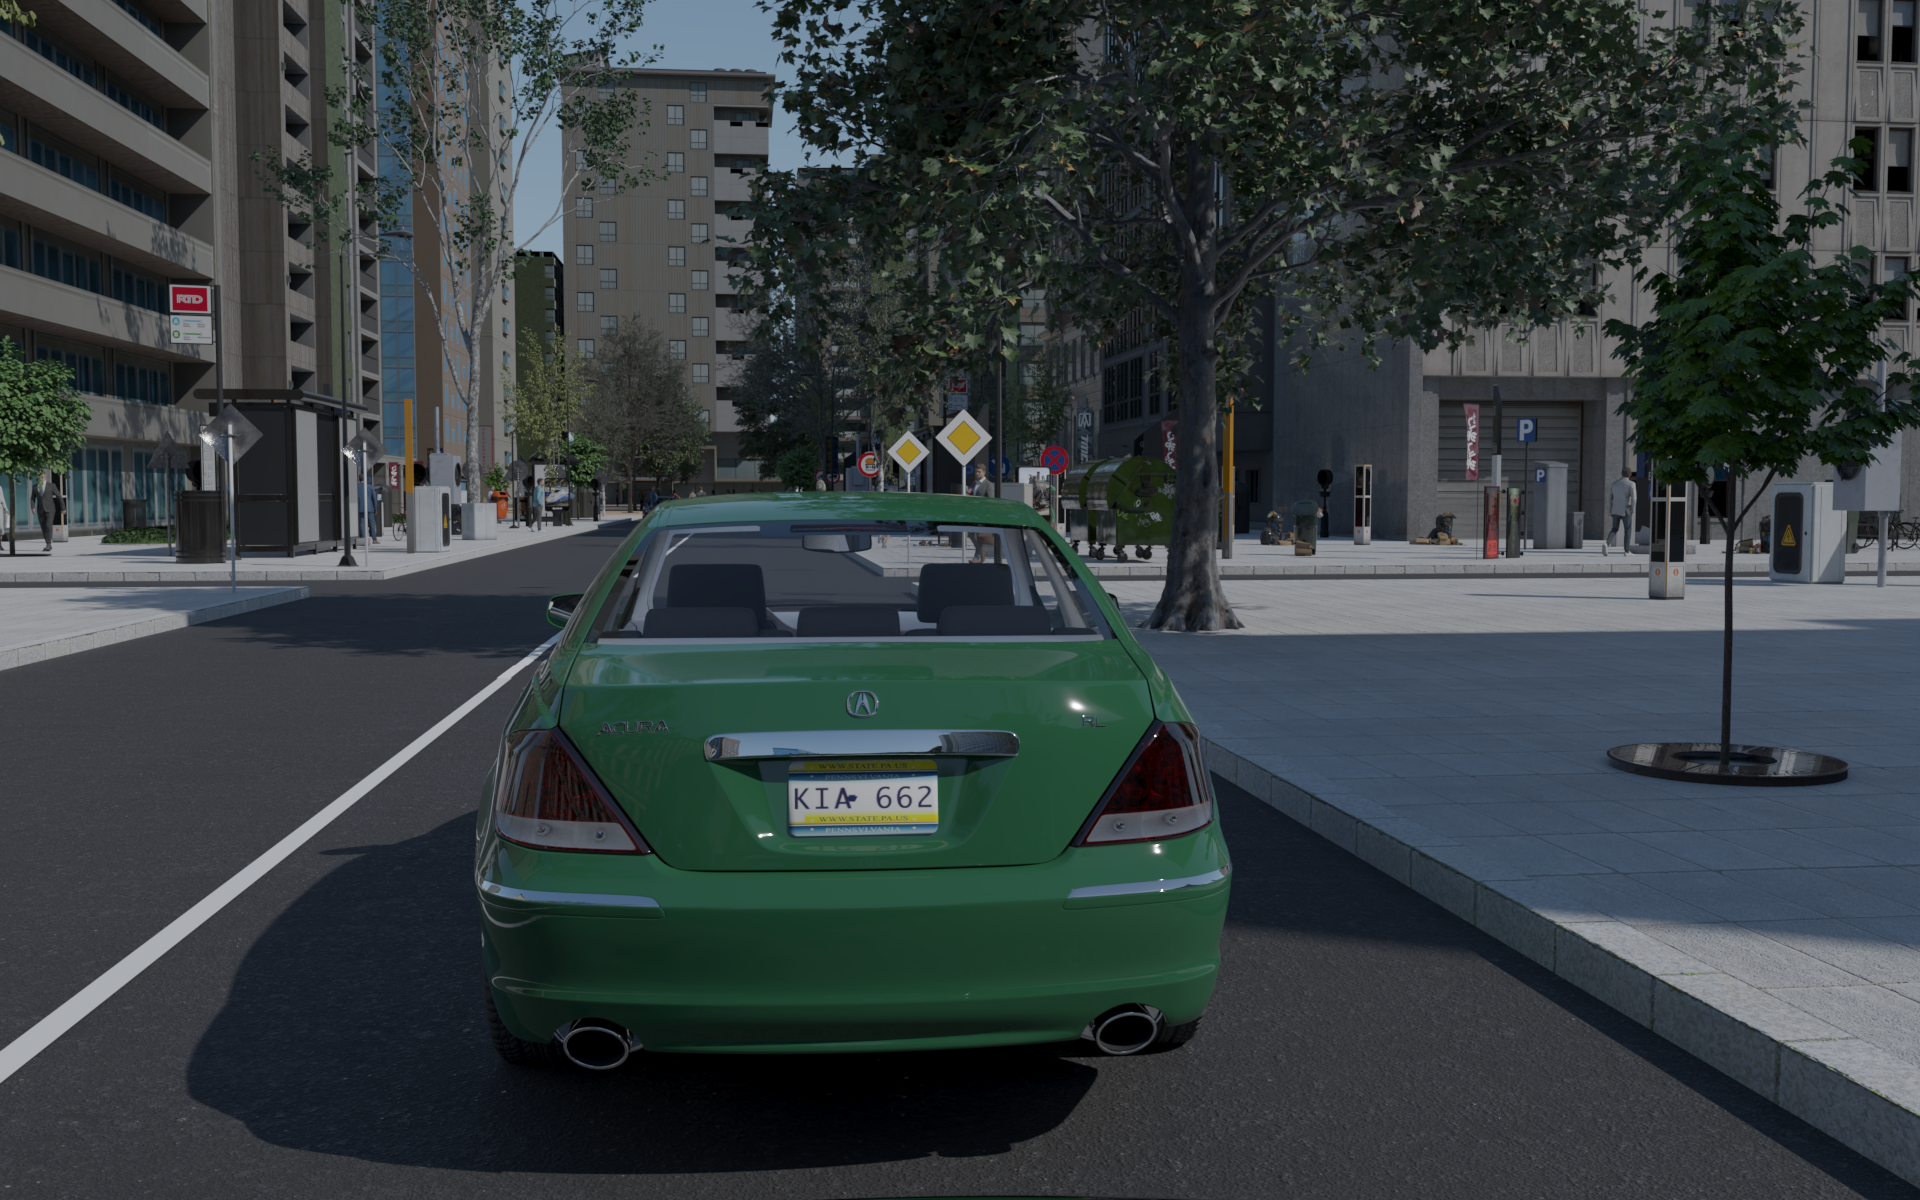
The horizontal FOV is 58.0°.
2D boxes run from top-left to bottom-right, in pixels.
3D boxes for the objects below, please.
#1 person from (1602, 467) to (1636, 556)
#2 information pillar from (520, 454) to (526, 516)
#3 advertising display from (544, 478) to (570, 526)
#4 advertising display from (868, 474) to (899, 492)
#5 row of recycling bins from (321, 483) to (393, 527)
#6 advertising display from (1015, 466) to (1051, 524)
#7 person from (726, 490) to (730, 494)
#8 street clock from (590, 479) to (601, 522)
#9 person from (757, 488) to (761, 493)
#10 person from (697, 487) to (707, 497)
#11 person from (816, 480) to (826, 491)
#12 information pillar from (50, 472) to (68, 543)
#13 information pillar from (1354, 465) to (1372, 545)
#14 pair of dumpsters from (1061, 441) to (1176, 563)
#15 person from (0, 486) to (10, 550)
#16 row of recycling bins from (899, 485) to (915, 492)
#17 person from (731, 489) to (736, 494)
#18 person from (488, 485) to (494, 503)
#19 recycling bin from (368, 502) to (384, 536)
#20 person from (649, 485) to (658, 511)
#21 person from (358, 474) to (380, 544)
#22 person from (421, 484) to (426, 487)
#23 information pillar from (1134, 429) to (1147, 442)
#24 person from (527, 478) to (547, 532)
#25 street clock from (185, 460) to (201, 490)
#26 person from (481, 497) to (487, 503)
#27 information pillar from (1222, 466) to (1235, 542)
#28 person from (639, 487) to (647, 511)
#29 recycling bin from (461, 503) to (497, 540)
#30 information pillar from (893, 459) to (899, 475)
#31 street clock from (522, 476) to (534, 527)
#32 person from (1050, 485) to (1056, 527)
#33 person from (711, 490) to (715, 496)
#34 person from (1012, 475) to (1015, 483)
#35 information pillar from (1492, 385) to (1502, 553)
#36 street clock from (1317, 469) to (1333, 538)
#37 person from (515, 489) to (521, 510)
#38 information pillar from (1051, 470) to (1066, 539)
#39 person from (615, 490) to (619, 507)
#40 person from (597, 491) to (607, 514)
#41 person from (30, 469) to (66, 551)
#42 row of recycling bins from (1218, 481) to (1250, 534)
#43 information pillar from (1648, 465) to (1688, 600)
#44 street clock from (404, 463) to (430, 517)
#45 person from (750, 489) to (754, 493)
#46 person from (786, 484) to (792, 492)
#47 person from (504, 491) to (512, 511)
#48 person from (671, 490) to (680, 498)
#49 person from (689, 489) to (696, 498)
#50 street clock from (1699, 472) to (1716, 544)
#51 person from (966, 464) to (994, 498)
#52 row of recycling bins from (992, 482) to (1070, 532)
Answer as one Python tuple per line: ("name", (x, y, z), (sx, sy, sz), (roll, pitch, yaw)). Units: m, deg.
("person", (13.562, -1.814, 35.555), (0.795, 1.843, 0.661), (-2, 4, -35))
("information pillar", (-25.757, -6.776, 102.135), (0.504, 3.616, 0.183), (3, 5, 45))
("advertising display", (-15.959, -3.878, 68.618), (0.974, 1.923, 0.123), (-1, 4, -10))
("advertising display", (-2.418, -3.049, 55.058), (0.974, 1.923, 0.123), (0, 4, 0))
("row of recycling bins", (-23.689, -3.667, 67.070), (3.534, 1.692, 1.069), (0, 4, 6))
("advertising display", (1.661, -2.091, 39.410), (0.974, 1.923, 0.123), (-3, 4, -37))
("person", (-17.140, -7.207, 127.123), (0.721, 1.735, 1.217), (-1, 4, -10))
("street clock", (-16.971, -4.654, 80.667), (0.471, 2.002, 0.358), (1, 4, 19))
("person", (-11.808, -5.602, 100.371), (0.573, 1.790, 0.520), (-1, 4, -18))
("person", (-14.037, -5.245, 94.219), (0.622, 1.834, 0.822), (-1, 4, -20))
("person", (-3.803, -2.295, 46.210), (0.526, 1.800, 0.537), (2, 4, 30))
("information pillar", (-23.808, -2.525, 45.769), (0.304, 2.012, 0.304), (0, 4, -3))
("information pillar", (10.122, -2.389, 43.547), (0.304, 2.012, 0.304), (-3, 5, -41))
("pair of dumpsters", (3.154, -1.926, 33.984), (1.574, 2.255, 4.437), (0, 4, -7))
("person", (-22.071, -2.030, 39.592), (0.694, 1.780, 0.624), (-2, 4, -31))
("row of recycling bins", (-1.910, -4.273, 76.983), (1.069, 1.692, 3.534), (-1, 4, -21))
("person", (-18.380, -8.084, 140.608), (1.348, 1.831, 0.705), (-2, 4, -33))
("person", (-22.829, -4.739, 84.535), (0.522, 1.701, 0.512), (2, 4, 25))
("recycling bin", (-18.336, -2.509, 53.582), (0.722, 1.027, 0.722), (3, 4, 39))
("person", (-13.504, -4.135, 76.133), (0.654, 1.822, 0.581), (2, 4, 29))
("person", (-15.238, -2.336, 44.423), (0.721, 1.800, 0.419), (-2, 4, -24))
("person", (-27.404, -5.047, 88.826), (0.793, 1.790, 0.793), (0, 4, -7))
("information pillar", (6.488, -4.335, 62.231), (0.504, 3.616, 0.183), (0, 4, -6))
("person", (-14.262, -3.196, 58.311), (0.620, 1.820, 0.660), (-2, 4, -31))
("street clock", (-16.176, -1.971, 36.800), (0.358, 2.002, 0.471), (2, 4, 24))
("person", (-22.510, -4.275, 81.431), (0.738, 1.151, 1.012), (0, 4, 1))
("information pillar", (7.137, -2.545, 46.108), (0.304, 2.012, 0.304), (1, 4, 16))
("person", (-23.664, -7.509, 128.947), (0.705, 1.807, 1.348), (-2, 4, -33))
("recycling bin", (-13.425, -2.190, 48.353), (0.722, 1.027, 0.722), (3, 5, 44))
("information pillar", (-3.298, -6.009, 89.609), (0.183, 3.616, 0.504), (-3, 5, -39))
("street clock", (-16.964, -3.886, 68.105), (0.358, 2.002, 0.471), (2, 4, 25))
("person", (2.166, -2.318, 44.185), (0.529, 1.795, 0.600), (0, 4, -3))
("person", (-18.949, -7.517, 132.124), (0.721, 1.735, 1.217), (0, 4, -1))
("person", (1.421, -2.204, 42.634), (0.362, 1.759, 0.519), (1, 4, 12))
("information pillar", (11.471, -2.795, 37.049), (0.183, 3.616, 0.504), (0, 4, 5))
("street clock", (10.700, -2.827, 50.794), (0.358, 2.002, 0.471), (-2, 4, -26))
("person", (-35.718, -8.152, 139.998), (0.621, 1.740, 0.551), (-3, 5, -41))
("information pillar", (2.748, -2.685, 48.389), (0.304, 2.012, 0.304), (-2, 4, -31))
("person", (-35.098, -10.411, 176.942), (0.721, 1.739, 1.217), (0, 4, 1))
("person", (-23.017, -6.328, 109.592), (1.350, 1.814, 0.705), (0, 4, -1))
("person", (-20.496, -2.017, 38.798), (0.659, 1.850, 0.755), (0, 4, -7))
("row of recycling bins", (8.285, -2.959, 55.485), (1.069, 1.692, 3.534), (2, 4, 32))
("information pillar", (8.607, -1.012, 21.040), (0.304, 2.012, 0.304), (-1, 4, -21))
("street clock", (-12.783, -2.208, 40.676), (0.471, 2.002, 0.358), (-3, 5, -42))
("person", (-12.335, -5.744, 103.248), (0.643, 1.720, 0.563), (-3, 5, -44))
("person", (-7.058, -3.772, 70.184), (0.620, 1.820, 0.660), (-1, 4, -13))
("person", (-33.645, -7.490, 128.464), (0.705, 1.831, 1.348), (1, 4, 13))
("person", (-19.980, -6.866, 121.439), (1.217, 1.739, 0.721), (2, 4, 23))
("person", (-17.122, -6.206, 110.497), (0.617, 1.759, 0.750), (-2, 4, -28))
("street clock", (19.027, -2.423, 44.182), (0.471, 2.002, 0.358), (-3, 4, -37))
("person", (0.382, -1.568, 31.643), (0.622, 1.834, 0.822), (2, 4, 33))
("row of recycling bins", (2.444, -3.109, 57.940), (3.534, 1.692, 1.069), (-2, 4, -28))
